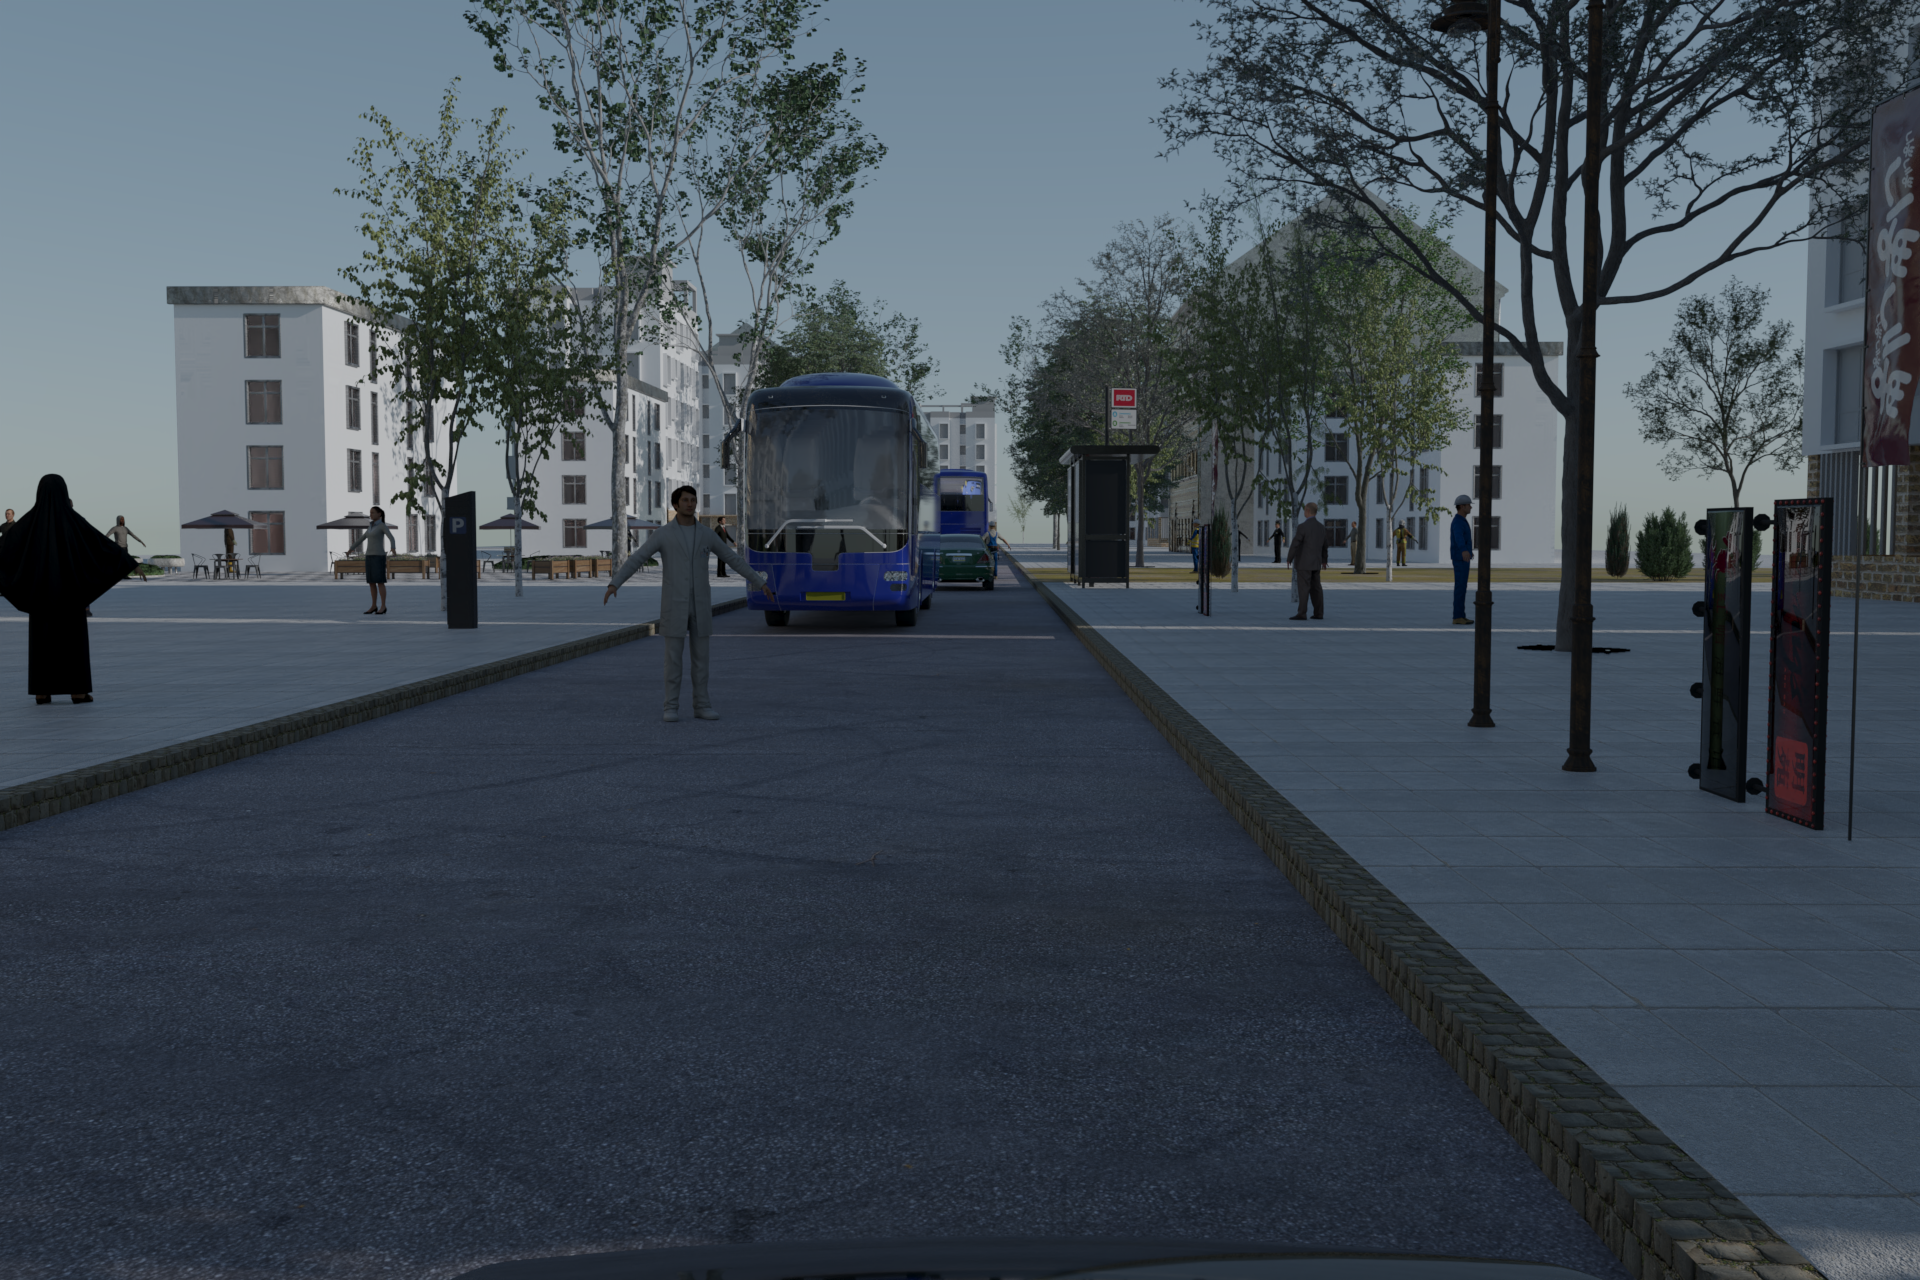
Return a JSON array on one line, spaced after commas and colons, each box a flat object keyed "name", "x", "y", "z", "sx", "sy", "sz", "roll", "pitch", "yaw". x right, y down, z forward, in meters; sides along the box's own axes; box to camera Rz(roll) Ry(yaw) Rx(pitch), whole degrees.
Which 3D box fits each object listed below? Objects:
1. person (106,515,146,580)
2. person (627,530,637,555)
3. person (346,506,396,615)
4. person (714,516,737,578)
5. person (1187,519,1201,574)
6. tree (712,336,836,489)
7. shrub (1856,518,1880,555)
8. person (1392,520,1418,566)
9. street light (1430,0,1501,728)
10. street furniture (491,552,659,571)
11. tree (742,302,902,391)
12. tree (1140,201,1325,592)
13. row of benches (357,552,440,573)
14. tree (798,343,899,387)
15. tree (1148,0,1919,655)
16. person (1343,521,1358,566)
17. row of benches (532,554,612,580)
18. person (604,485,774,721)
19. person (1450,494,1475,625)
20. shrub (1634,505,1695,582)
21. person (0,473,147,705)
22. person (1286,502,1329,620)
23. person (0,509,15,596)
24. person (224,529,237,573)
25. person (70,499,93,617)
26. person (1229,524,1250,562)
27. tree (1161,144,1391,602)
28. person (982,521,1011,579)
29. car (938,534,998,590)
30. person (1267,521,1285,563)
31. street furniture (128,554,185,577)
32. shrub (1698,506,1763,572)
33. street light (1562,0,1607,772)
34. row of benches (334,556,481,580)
[{"name": "person", "x": -23.598, "y": -2.608, "z": 48.763, "sx": 0.705, "sy": 1.813, "sz": 1.348, "roll": 2, "pitch": 4, "yaw": 32}, {"name": "person", "x": -15.422, "y": -4.572, "z": 80.527, "sx": 0.705, "sy": 1.856, "sz": 1.354, "roll": 1, "pitch": 4, "yaw": 13}, {"name": "person", "x": -9.383, "y": -1.273, "z": 27.649, "sx": 1.217, "sy": 1.735, "sz": 0.721, "roll": 2, "pitch": 4, "yaw": 35}, {"name": "person", "x": -7.016, "y": -2.752, "z": 51.185, "sx": 0.705, "sy": 1.806, "sz": 1.347, "roll": 1, "pitch": 4, "yaw": 22}, {"name": "person", "x": 7.615, "y": -3.055, "z": 56.412, "sx": 0.721, "sy": 1.772, "sz": 1.216, "roll": 2, "pitch": 4, "yaw": 24}, {"name": "tree", "x": -8.220, "y": -9.035, "z": 82.138, "sx": 7.601, "sy": 10.594, "sz": 8.767, "roll": -1, "pitch": 4, "yaw": -11}, {"name": "shrub", "x": 28.080, "y": -3.087, "z": 54.507, "sx": 1.661, "sy": 2.075, "sz": 1.752, "roll": 0, "pitch": 3, "yaw": 0}, {"name": "person", "x": 17.545, "y": -3.854, "z": 68.781, "sx": 1.354, "sy": 1.858, "sz": 0.705, "roll": 3, "pitch": 5, "yaw": 44}, {"name": "street light", "x": 3.481, "y": -2.361, "z": 11.383, "sx": 0.468, "sy": 5.910, "sz": 1.993, "roll": 0, "pitch": 4, "yaw": 1}, {"name": "street furniture", "x": -14.565, "y": -3.063, "z": 65.705, "sx": 5.734, "sy": 0.657, "sz": 10.072, "roll": 0, "pitch": 4, "yaw": -2}, {"name": "tree", "x": -7.650, "y": -11.620, "z": 96.646, "sx": 9.857, "sy": 13.997, "sz": 8.962, "roll": 0, "pitch": 3, "yaw": 0}, {"name": "tree", "x": 6.038, "y": -5.353, "z": 37.886, "sx": 4.737, "sy": 8.622, "sz": 4.395, "roll": 0, "pitch": 3, "yaw": 0}, {"name": "row of benches", "x": -18.688, "y": -2.586, "z": 57.748, "sx": 4.104, "sy": 0.672, "sz": 1.422, "roll": 2, "pitch": 4, "yaw": 30}, {"name": "tree", "x": -7.747, "y": -12.589, "z": 112.484, "sx": 9.857, "sy": 13.997, "sz": 8.962, "roll": 0, "pitch": 3, "yaw": 0}, {"name": "tree", "x": 6.582, "y": -6.614, "z": 18.512, "sx": 12.009, "sy": 13.543, "sz": 11.850, "roll": 0, "pitch": 3, "yaw": 0}, {"name": "person", "x": 15.956, "y": -3.914, "z": 70.262, "sx": 0.705, "sy": 1.796, "sz": 1.348, "roll": -1, "pitch": 4, "yaw": -14}, {"name": "row of benches", "x": -11.176, "y": -2.128, "z": 50.258, "sx": 1.422, "sy": 0.672, "sz": 4.104, "roll": 1, "pitch": 4, "yaw": 14}, {"name": "person", "x": -2.099, "y": -0.288, "z": 13.350, "sx": 1.347, "sy": 1.806, "sz": 0.705, "roll": -2, "pitch": 4, "yaw": -26}, {"name": "person", "x": 7.180, "y": -1.150, "z": 24.688, "sx": 0.705, "sy": 1.842, "sz": 1.347, "roll": 1, "pitch": 4, "yaw": 19}, {"name": "shrub", "x": 19.118, "y": -2.625, "z": 46.965, "sx": 1.661, "sy": 2.075, "sz": 1.752, "roll": 0, "pitch": 3, "yaw": 0}, {"name": "person", "x": -6.823, "y": -0.388, "z": 13.138, "sx": 1.214, "sy": 1.737, "sz": 0.721, "roll": -1, "pitch": 4, "yaw": -9}, {"name": "person", "x": 5.184, "y": -1.183, "z": 25.939, "sx": 0.990, "sy": 1.755, "sz": 0.434, "roll": -3, "pitch": 4, "yaw": -38}, {"name": "person", "x": -19.514, "y": -1.796, "z": 35.590, "sx": 1.348, "sy": 1.803, "sz": 0.705, "roll": 0, "pitch": 4, "yaw": -3}, {"name": "person", "x": -24.051, "y": -3.118, "z": 57.123, "sx": 0.704, "sy": 1.812, "sz": 1.346, "roll": -2, "pitch": 4, "yaw": -30}, {"name": "person", "x": -13.809, "y": -1.274, "z": 26.744, "sx": 0.599, "sy": 1.838, "sz": 0.709, "roll": 2, "pitch": 4, "yaw": 29}, {"name": "person", "x": 12.978, "y": -4.543, "z": 80.997, "sx": 1.216, "sy": 1.740, "sz": 0.721, "roll": 2, "pitch": 4, "yaw": 30}, {"name": "tree", "x": 6.519, "y": -5.023, "z": 32.481, "sx": 4.360, "sy": 8.622, "sz": 3.978, "roll": 0, "pitch": 3, "yaw": 0}, {"name": "person", "x": 1.001, "y": -2.842, "z": 54.775, "sx": 1.347, "sy": 1.847, "sz": 0.705, "roll": -1, "pitch": 4, "yaw": -17}, {"name": "car", "x": -0.044, "y": -2.062, "z": 45.505, "sx": 2.131, "sy": 1.459, "sz": 4.920, "roll": 0, "pitch": 4, "yaw": 0}, {"name": "person", "x": 13.925, "y": -4.291, "z": 76.090, "sx": 0.705, "sy": 1.837, "sz": 1.347, "roll": -1, "pitch": 4, "yaw": -22}, {"name": "street furniture", "x": -29.100, "y": -2.290, "z": 53.073, "sx": 10.072, "sy": 0.657, "sz": 5.734, "roll": 0, "pitch": 4, "yaw": 2}, {"name": "shrub", "x": 21.459, "y": -2.703, "z": 48.243, "sx": 1.661, "sy": 2.075, "sz": 1.752, "roll": 0, "pitch": 3, "yaw": 0}, {"name": "street light", "x": 3.364, "y": -2.229, "z": 9.230, "sx": 0.468, "sy": 5.910, "sz": 1.993, "roll": 0, "pitch": 4, "yaw": 1}, {"name": "row of benches", "x": -15.613, "y": -2.069, "z": 49.284, "sx": 4.104, "sy": 0.672, "sz": 1.422, "roll": 0, "pitch": 4, "yaw": -4}]
